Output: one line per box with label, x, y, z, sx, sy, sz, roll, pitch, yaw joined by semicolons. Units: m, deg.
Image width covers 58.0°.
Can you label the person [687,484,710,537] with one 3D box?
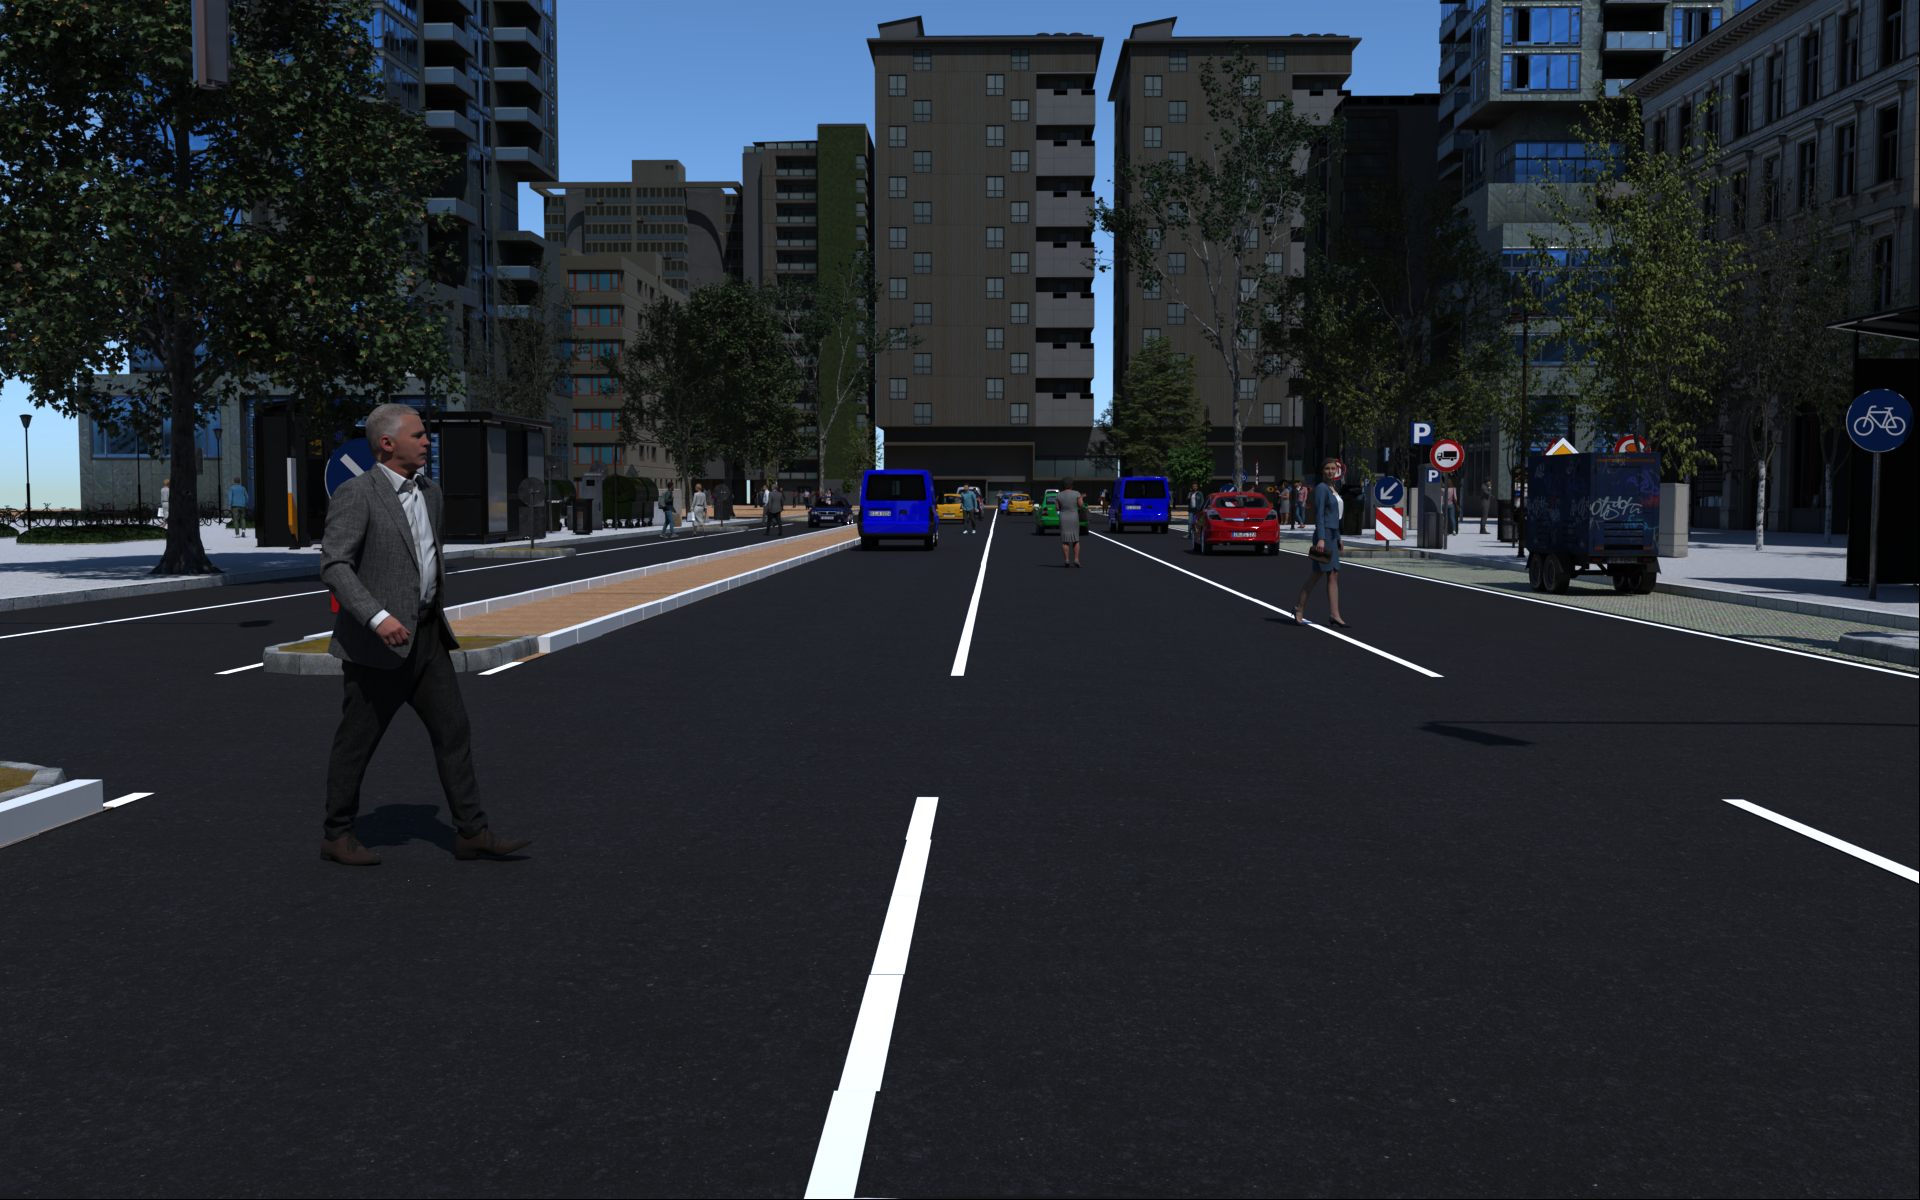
person;-8.794;-3.022;58.260;0.694;1.780;0.624;-2;4;-29

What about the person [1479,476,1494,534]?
person;16.908;-3.041;55.569;0.447;1.846;0.655;1;4;10

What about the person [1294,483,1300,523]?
person;14.758;-4.261;76.130;0.534;1.772;0.576;-1;4;-17

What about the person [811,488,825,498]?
person;-11.856;-8.539;145.600;1.348;1.831;0.705;0;4;4

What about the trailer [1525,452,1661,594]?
trailer;9.103;-1.137;25.640;1.471;1.999;3.904;0;4;0

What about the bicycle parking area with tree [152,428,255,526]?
bicycle parking area with tree;-32.907;-5.281;73.347;9.016;4.147;8.231;2;4;26

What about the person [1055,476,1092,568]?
person;2.219;-1.517;33.654;0.716;1.782;0.532;1;4;12

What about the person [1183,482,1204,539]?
person;7.475;-2.835;54.842;0.713;1.824;0.794;-3;4;-36

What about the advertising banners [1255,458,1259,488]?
advertising banners;14.940;-5.474;85.695;0.090;3.025;2.074;2;4;30

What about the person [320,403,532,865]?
person;-2.107;0.135;6.690;0.834;1.777;0.661;1;4;14

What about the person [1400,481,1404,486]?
person;18.467;-4.108;73.221;0.620;1.820;0.660;0;4;0

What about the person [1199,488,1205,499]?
person;19.208;-7.971;137.090;0.721;1.743;1.217;2;4;30

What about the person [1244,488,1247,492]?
person;21.366;-7.503;129.275;0.434;1.755;0.990;3;5;40

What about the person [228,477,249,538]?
person;-21.241;-2.728;50.997;0.601;1.785;0.444;-3;4;-36

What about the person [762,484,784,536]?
person;-6.454;-3.117;59.868;0.834;1.777;0.661;3;4;39

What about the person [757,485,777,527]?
person;-8.282;-4.024;74.388;0.850;1.850;0.679;-1;4;-9

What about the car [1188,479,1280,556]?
car;6.622;-2.006;41.844;2.155;1.783;4.494;0;4;3

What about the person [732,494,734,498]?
person;-19.579;-8.549;146.539;1.217;1.735;0.721;3;4;36

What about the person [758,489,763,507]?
person;-19.162;-9.866;167.433;1.350;1.814;0.705;3;4;39

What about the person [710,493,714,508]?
person;-23.318;-9.418;163.257;0.599;1.433;0.991;3;5;45

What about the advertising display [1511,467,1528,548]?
advertising display;13.585;-2.200;41.191;0.974;1.923;0.123;-1;4;-9

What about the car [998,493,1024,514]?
car;3.745;-7.054;124.922;1.945;1.707;3.694;0;4;1

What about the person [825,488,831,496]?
person;-10.387;-7.916;136.142;0.551;1.740;0.621;3;4;36

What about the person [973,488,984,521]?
person;0.921;-5.109;92.484;0.683;1.767;0.568;-2;4;-25

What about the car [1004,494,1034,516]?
car;4.017;-6.511;116.680;2.015;1.641;3.980;0;4;0

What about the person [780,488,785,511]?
person;-13.608;-7.695;132.416;0.434;1.755;0.990;2;4;32

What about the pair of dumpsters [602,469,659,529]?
pair of dumpsters;-12.707;-3.904;66.332;1.574;2.255;4.437;0;4;2

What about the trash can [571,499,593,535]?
trash can;-11.889;-2.623;54.540;0.748;1.137;0.748;0;3;0

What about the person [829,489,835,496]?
person;-10.267;-8.000;137.660;1.217;1.723;0.721;1;4;22

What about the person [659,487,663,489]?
person;-19.319;-6.400;111.397;0.721;1.743;1.217;-3;5;-41

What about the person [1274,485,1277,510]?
person;18.721;-5.917;102.807;1.348;1.821;0.705;-1;4;-21

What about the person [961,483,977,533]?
person;0.344;-3.343;63.172;0.660;1.820;0.620;1;4;18

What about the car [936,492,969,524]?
car;-0.446;-4.496;83.734;2.015;1.641;3.980;0;4;2

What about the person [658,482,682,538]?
person;-9.397;-2.915;56.140;0.713;1.824;0.794;1;4;11

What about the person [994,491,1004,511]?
person;3.491;-8.575;149.430;1.217;1.736;0.721;-1;4;-11

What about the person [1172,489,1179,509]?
person;18.384;-8.633;147.899;0.721;1.736;1.217;2;4;34

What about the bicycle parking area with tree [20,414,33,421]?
bicycle parking area with tree;-35.699;-4.724;64.232;9.016;4.147;8.231;-2;4;-34

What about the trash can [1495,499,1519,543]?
trash can;14.563;-2.095;45.899;0.748;1.137;0.748;0;3;0

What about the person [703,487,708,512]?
person;-18.752;-7.400;127.018;0.705;1.826;1.348;1;4;12

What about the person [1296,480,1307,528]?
person;12.738;-3.584;64.649;0.388;1.821;0.555;-2;4;-27

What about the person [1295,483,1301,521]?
person;16.252;-4.666;82.431;0.679;1.850;0.850;-2;4;-31

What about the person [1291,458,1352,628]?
person;3.918;-0.622;18.693;0.581;1.822;0.654;-3;5;-43

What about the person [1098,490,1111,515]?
person;10.158;-6.818;120.708;1.217;1.736;0.721;-1;4;-22

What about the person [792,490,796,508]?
person;-15.533;-9.428;161.661;0.593;1.643;0.415;2;4;35

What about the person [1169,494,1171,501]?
person;17.032;-8.379;143.592;0.990;1.755;0.434;-1;4;-11

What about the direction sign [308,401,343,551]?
direction sign;-14.203;-2.865;38.838;0.379;3.537;0.876;2;4;35

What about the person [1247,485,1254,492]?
person;15.942;-5.356;94.147;0.750;1.759;0.617;-3;5;-42

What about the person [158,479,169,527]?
person;-26.224;-3.106;57.181;0.694;1.780;0.624;3;5;39

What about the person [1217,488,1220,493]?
person;20.232;-7.835;134.599;0.683;1.767;0.568;2;4;26

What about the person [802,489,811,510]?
person;-12.776;-8.367;143.787;0.756;1.711;0.436;-2;4;-24

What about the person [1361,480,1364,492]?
person;16.593;-3.977;70.924;0.638;1.841;0.748;-3;5;-45

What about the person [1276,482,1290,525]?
person;13.267;-3.973;71.353;0.532;1.782;0.716;-1;4;-11

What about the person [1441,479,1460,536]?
person;15.173;-2.874;53.620;0.593;1.750;0.643;1;4;16

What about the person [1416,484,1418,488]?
person;16.864;-3.496;63.794;0.593;1.750;0.643;0;4;-6

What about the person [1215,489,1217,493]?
person;24.515;-9.784;166.154;0.705;1.807;1.348;-1;4;-14

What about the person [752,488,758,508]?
person;-18.988;-9.460;160.719;0.705;1.822;1.348;-2;4;-26

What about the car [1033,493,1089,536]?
car;3.595;-3.210;61.282;1.959;1.807;4.718;0;4;1
